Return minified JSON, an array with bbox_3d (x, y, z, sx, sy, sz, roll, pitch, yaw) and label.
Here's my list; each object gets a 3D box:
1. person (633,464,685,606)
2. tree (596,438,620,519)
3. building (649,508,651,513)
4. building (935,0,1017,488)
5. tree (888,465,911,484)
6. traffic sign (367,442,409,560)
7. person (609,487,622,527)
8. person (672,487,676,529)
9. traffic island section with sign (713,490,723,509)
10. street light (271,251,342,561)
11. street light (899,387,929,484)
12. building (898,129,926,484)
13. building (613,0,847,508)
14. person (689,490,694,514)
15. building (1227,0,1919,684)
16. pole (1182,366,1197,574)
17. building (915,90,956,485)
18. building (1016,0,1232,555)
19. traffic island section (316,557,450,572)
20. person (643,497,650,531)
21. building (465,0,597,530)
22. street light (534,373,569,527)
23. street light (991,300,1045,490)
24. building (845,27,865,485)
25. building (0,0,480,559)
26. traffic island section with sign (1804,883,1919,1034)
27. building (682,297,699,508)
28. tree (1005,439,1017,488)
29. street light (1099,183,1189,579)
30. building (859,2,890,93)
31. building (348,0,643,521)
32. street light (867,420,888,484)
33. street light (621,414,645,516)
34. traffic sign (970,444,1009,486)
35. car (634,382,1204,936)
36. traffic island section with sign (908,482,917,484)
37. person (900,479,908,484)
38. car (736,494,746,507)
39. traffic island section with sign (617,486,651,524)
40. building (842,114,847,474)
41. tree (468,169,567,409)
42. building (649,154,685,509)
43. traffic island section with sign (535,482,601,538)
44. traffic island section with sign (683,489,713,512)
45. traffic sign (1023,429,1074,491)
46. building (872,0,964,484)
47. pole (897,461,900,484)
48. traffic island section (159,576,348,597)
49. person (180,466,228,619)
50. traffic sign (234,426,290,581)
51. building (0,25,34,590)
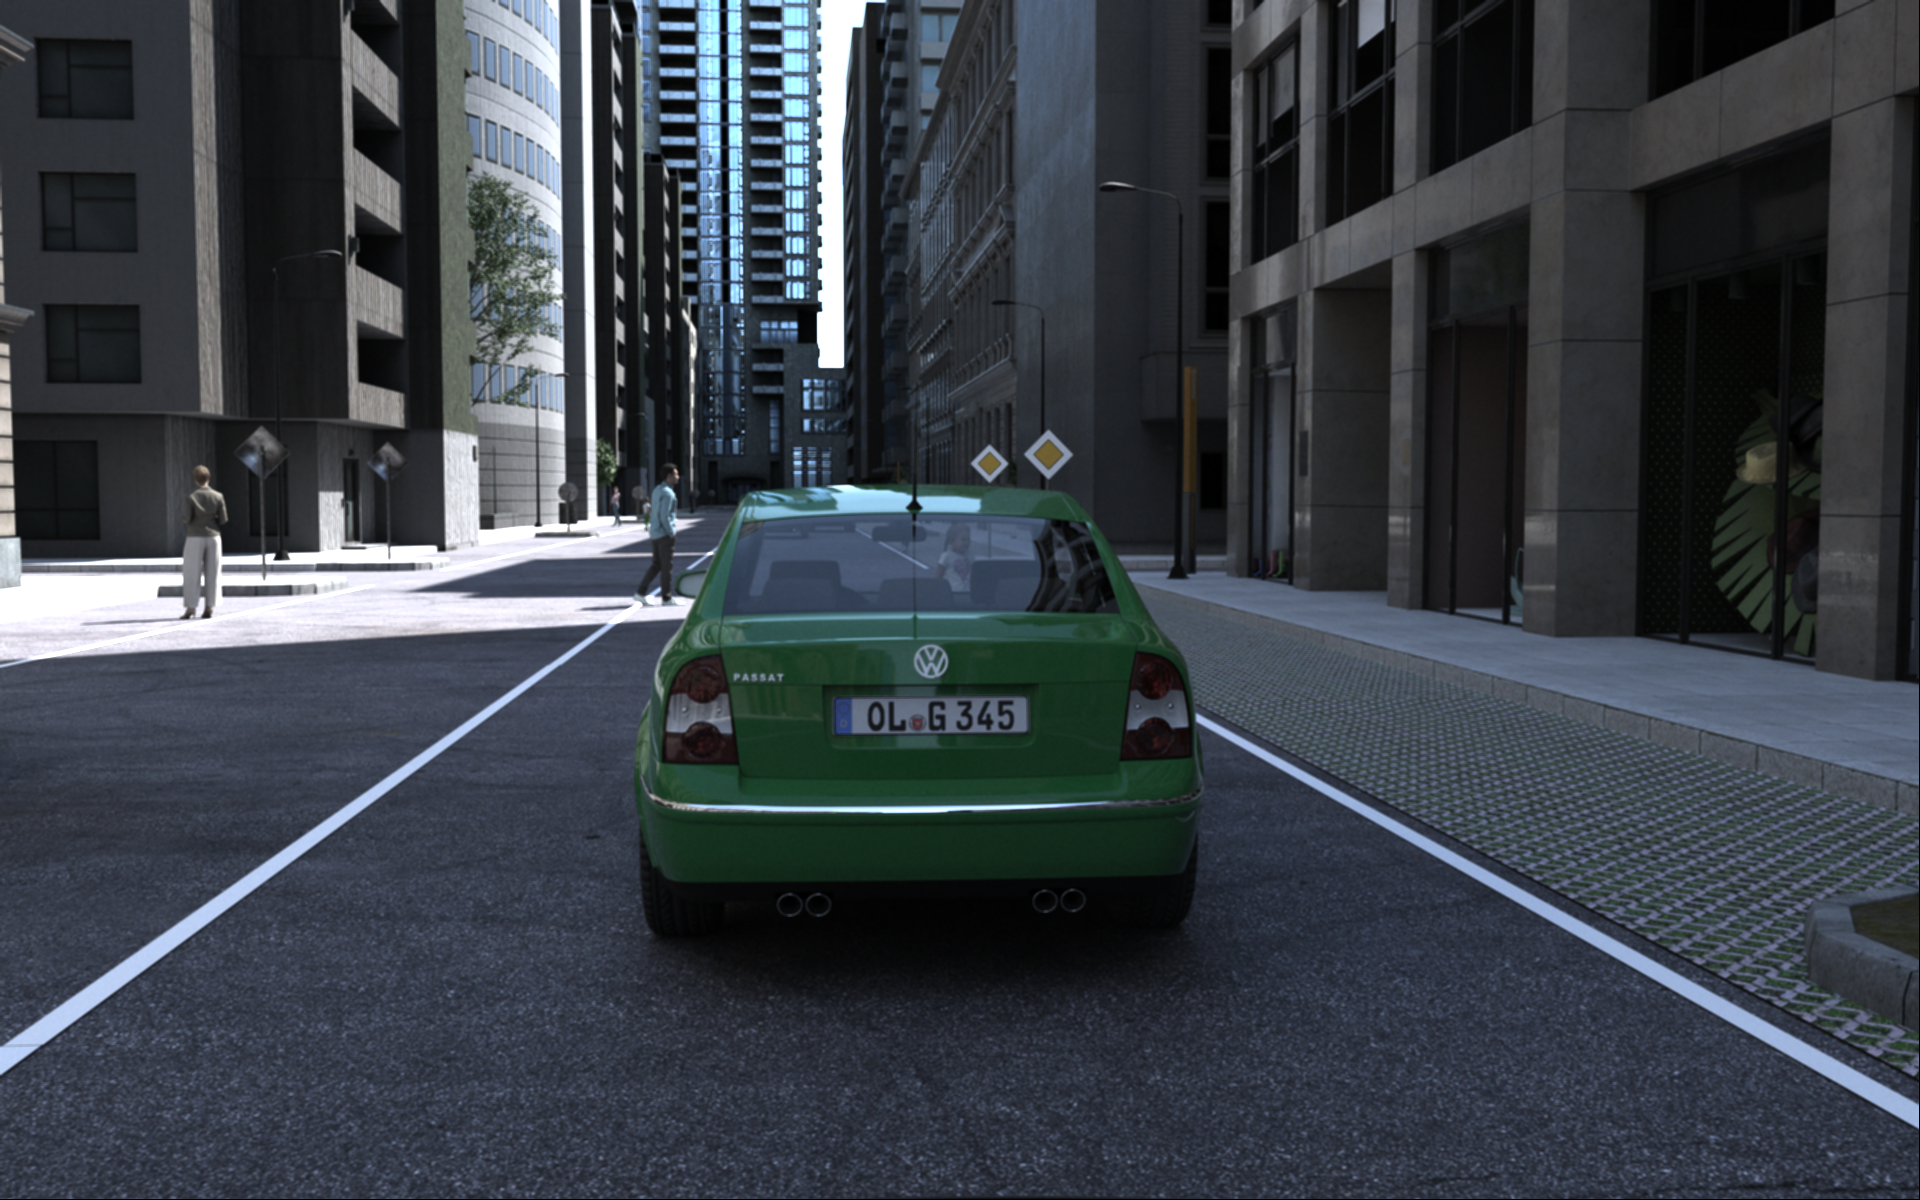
[{"bbox_3d":[-3.876,-0.840,22.256,0.620,1.820,0.660,-2,4,-31],"label":"person"},{"bbox_3d":[-19.528,-6.569,91.117,4.285,4.588,4.351,0,3,0],"label":"tree"},{"bbox_3d":[-32.716,-49.464,121.402,22.319,86.520,31.000,0,4,-6],"label":"building"},{"bbox_3d":[5.740,-13.799,61.772,11.583,22.565,21.152,0,4,-6],"label":"building"},{"bbox_3d":[-4.173,-7.428,116.047,1.663,3.219,1.824,0,3,0],"label":"tree"},{"bbox_3d":[-11.055,-1.826,33.497,0.795,2.450,0.064,0,4,-6],"label":"traffic sign"},{"bbox_3d":[-15.121,-4.108,76.258,0.643,1.750,0.593,-3,4,-37],"label":"person"},{"bbox_3d":[-11.124,-3.536,66.535,0.478,1.798,0.641,2,4,28],"label":"person"},{"bbox_3d":[-23.194,-9.396,162.256,1.989,1.847,2.006,0,4,-6],"label":"traffic island section with sign"},{"bbox_3d":[-12.502,-3.709,33.175,1.470,5.913,1.316,0,4,-6],"label":"street light"},{"bbox_3d":[-1.935,-6.288,75.356,1.470,5.913,1.316,0,4,-6],"label":"street light"},{"bbox_3d":[2.536,-16.604,100.357,11.050,23.489,19.941,0,4,-6],"label":"building"},{"bbox_3d":[-29.096,-54.291,200.324,31.000,86.520,22.319,0,4,-6],"label":"building"},{"bbox_3d":[-19.681,-7.181,126.828,0.530,1.710,0.541,1,4,15],"label":"person"},{"bbox_3d":[15.379,-12.595,10.447,19.350,26.468,34.151,0,4,-6],"label":"building"},{"bbox_3d":[3.690,-2.076,27.791,0.158,3.312,0.155,0,3,0],"label":"pole"},{"bbox_3d":[3.418,-14.202,81.361,9.793,20.994,18.267,0,4,-6],"label":"building"},{"bbox_3d":[17.092,-13.651,42.264,30.058,24.678,14.314,0,4,-6],"label":"building"},{"bbox_3d":[-11.077,-0.690,33.557,2.009,0.180,2.903,0,4,-6],"label":"traffic island section"},{"bbox_3d":[-12.077,-3.301,66.723,0.306,1.304,0.590,0,4,7],"label":"person"},{"bbox_3d":[-27.276,-32.299,70.082,21.231,58.520,28.212,0,4,-6],"label":"building"},{"bbox_3d":[-15.733,-5.762,66.745,1.470,5.913,1.316,0,4,-6],"label":"street light"},{"bbox_3d":[1.448,-4.221,41.561,1.470,5.913,1.316,0,4,-6],"label":"street light"},{"bbox_3d":[-0.508,-33.717,174.979,21.300,48.544,21.600,0,4,-6],"label":"building"},{"bbox_3d":[-19.584,-16.373,39.394,14.160,30.474,14.107,0,4,-6],"label":"building"},{"bbox_3d":[3.510,0.241,4.682,1.989,1.847,2.006,0,4,-6],"label":"traffic island section with sign"},{"bbox_3d":[-40.997,-19.848,169.556,28.899,21.520,27.650,0,4,-6],"label":"building"},{"bbox_3d":[1.903,-3.401,50.212,1.663,3.219,1.824,0,3,0],"label":"tree"},{"bbox_3d":[2.769,-3.274,26.066,1.470,5.913,1.316,0,4,-6],"label":"street light"},{"bbox_3d":[-1.858,-31.002,156.998,14.600,45.320,14.200,0,4,-6],"label":"building"},{"bbox_3d":[-25.948,-20.098,100.307,14.160,30.474,14.107,0,4,-6],"label":"building"},{"bbox_3d":[-5.140,-8.349,109.047,1.470,5.913,1.316,0,4,-6],"label":"street light"},{"bbox_3d":[-18.904,-7.803,100.113,1.470,5.913,1.316,0,4,-6],"label":"street light"},{"bbox_3d":[0.588,-1.893,34.598,0.795,2.450,0.064,0,4,-6],"label":"traffic sign"},{"bbox_3d":[-0.231,0.108,7.034,1.959,1.807,4.718,0,4,-4],"label":"car"},{"bbox_3d":[-1.767,-3.091,59.162,1.989,1.847,2.006,0,4,-6],"label":"traffic island section with sign"},{"bbox_3d":[-1.433,-2.061,42.383,0.709,1.800,0.728,-1,4,-9],"label":"person"},{"bbox_3d":[-17.681,-8.143,144.943,2.131,1.459,4.920,0,4,-5],"label":"car"},{"bbox_3d":[-15.733,-4.671,85.006,1.989,1.847,2.006,0,4,-6],"label":"traffic island section with sign"},{"bbox_3d":[-6.304,-33.674,200.684,14.200,45.320,14.600,0,4,-6],"label":"building"},{"bbox_3d":[-15.554,-7.743,52.355,9.928,11.665,9.643,0,3,0],"label":"tree"},{"bbox_3d":[-30.894,-22.909,146.262,14.160,30.474,14.107,0,4,-6],"label":"building"},{"bbox_3d":[-13.120,-3.024,58.078,1.989,1.847,2.006,0,4,-6],"label":"traffic island section with sign"},{"bbox_3d":[-20.602,-7.755,135.425,1.989,1.847,2.006,0,4,-6],"label":"traffic island section with sign"},{"bbox_3d":[1.356,-1.407,26.650,0.795,2.450,0.064,0,4,-6],"label":"traffic sign"},{"bbox_3d":[5.381,-31.516,134.898,23.786,49.044,30.456,0,4,-6],"label":"building"},{"bbox_3d":[-3.813,-6.948,107.437,0.158,3.312,0.155,0,3,0],"label":"pole"},{"bbox_3d":[-10.309,-0.204,25.609,2.009,0.180,2.903,0,4,-6],"label":"traffic island section"},{"bbox_3d":[-8.741,-0.668,19.977,0.519,1.759,0.362,-3,5,-42],"label":"person"},{"bbox_3d":[-10.286,-1.340,25.549,0.795,2.450,0.064,0,4,-6],"label":"traffic sign"},{"bbox_3d":[-29.277,-12.065,16.353,34.723,24.649,14.460,0,4,-6],"label":"building"}]
